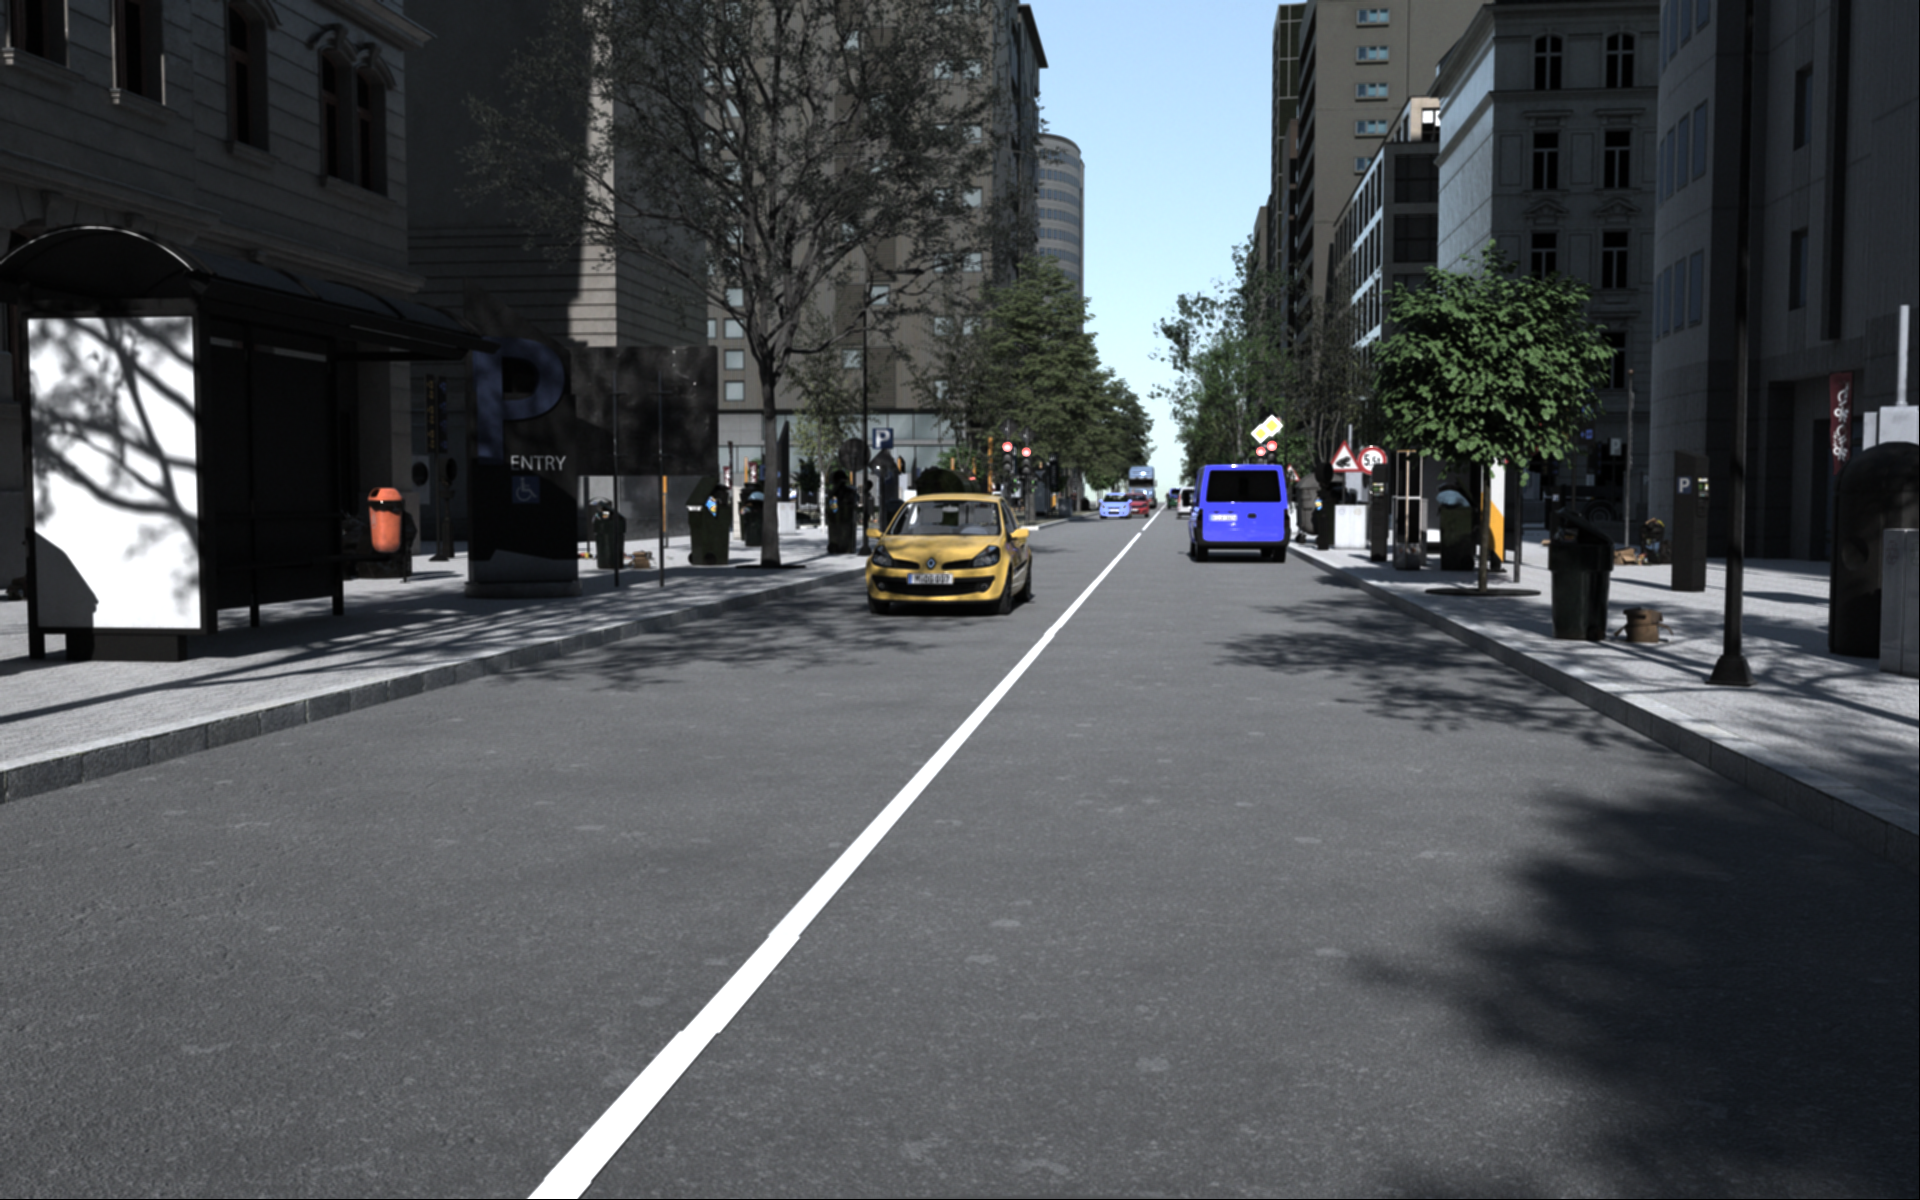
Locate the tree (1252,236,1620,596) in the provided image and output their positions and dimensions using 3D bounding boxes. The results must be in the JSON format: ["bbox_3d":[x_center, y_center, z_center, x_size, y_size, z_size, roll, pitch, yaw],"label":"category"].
[{"bbox_3d":[6.718,-2.353,22.183,4.285,4.588,4.351,0,3,0],"label":"tree"}]

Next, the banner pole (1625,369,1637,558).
[{"bbox_3d":[13.530,-2.750,34.973,0.401,3.779,0.863,2,4,28],"label":"banner pole"}]

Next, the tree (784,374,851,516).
[{"bbox_3d":[-8.310,-9.316,102.676,4.737,8.622,4.395,0,3,0],"label":"tree"}]

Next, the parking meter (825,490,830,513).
[{"bbox_3d":[-8.552,-6.324,111.814,0.372,1.533,0.369,0,3,0],"label":"parking meter"}]

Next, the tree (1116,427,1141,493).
[{"bbox_3d":[20.387,-17.593,222.062,7.601,10.594,8.767,0,4,-3],"label":"tree"}]

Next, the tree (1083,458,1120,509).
[{"bbox_3d":[12.372,-10.311,152.294,4.285,4.588,4.351,0,3,0],"label":"tree"}]

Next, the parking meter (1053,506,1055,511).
[{"bbox_3d":[7.099,-7.801,133.256,0.399,1.863,0.255,2,4,35],"label":"parking meter"}]

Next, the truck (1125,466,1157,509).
[{"bbox_3d":[18.334,-11.224,173.271,2.967,4.110,18.799,0,4,7],"label":"truck"}]

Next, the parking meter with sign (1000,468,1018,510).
[{"bbox_3d":[2.988,-7.149,113.145,0.543,3.016,1.738,3,5,43],"label":"parking meter with sign"}]

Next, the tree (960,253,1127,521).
[{"bbox_3d":[3.622,-10.004,81.695,7.486,12.596,7.792,0,3,0],"label":"tree"}]

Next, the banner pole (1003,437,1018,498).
[{"bbox_3d":[2.163,-5.290,76.515,0.863,3.779,0.401,-2,4,-26],"label":"banner pole"}]

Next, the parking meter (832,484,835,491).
[{"bbox_3d":[-5.407,-4.283,75.736,0.399,1.863,0.255,-1,4,-11],"label":"parking meter"}]

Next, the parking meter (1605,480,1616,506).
[{"bbox_3d":[27.539,-4.134,73.303,0.399,1.863,0.255,3,5,43],"label":"parking meter"}]

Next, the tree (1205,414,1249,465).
[{"bbox_3d":[23.615,-12.491,154.597,4.737,8.622,4.395,0,3,0],"label":"tree"}]

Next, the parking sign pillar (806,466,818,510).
[{"bbox_3d":[-11.581,-8.839,132.983,1.447,3.967,1.447,-3,4,-37],"label":"parking sign pillar"}]

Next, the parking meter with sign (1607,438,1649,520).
[{"bbox_3d":[20.722,-3.474,53.057,0.543,3.016,1.738,-2,4,-32],"label":"parking meter with sign"}]

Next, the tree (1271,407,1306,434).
[{"bbox_3d":[25.911,-11.523,138.755,4.737,8.622,4.395,0,3,0],"label":"tree"}]

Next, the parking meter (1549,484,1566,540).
[{"bbox_3d":[15.159,-2.172,43.924,0.372,1.533,0.369,0,3,0],"label":"parking meter"}]

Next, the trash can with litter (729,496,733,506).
[{"bbox_3d":[-16.318,-7.122,127.496,2.233,1.210,1.678,-2,4,-30],"label":"trash can with litter"}]

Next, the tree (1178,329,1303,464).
[{"bbox_3d":[17.417,-11.128,107.706,9.928,11.665,9.643,0,3,0],"label":"tree"}]

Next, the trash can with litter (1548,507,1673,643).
[{"bbox_3d":[5.719,-0.236,15.238,1.055,1.170,0.624,2,4,23],"label":"trash can with litter"}]

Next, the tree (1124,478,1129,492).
[{"bbox_3d":[24.616,-18.807,257.857,4.360,8.622,3.978,0,3,0],"label":"tree"}]

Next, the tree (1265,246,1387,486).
[{"bbox_3d":[11.099,-6.242,52.421,4.360,8.622,3.978,0,3,0],"label":"tree"}]

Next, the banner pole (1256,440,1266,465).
[{"bbox_3d":[12.668,-5.060,72.750,0.863,3.779,0.401,0,4,-7],"label":"banner pole"}]

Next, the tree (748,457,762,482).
[{"bbox_3d":[-14.947,-9.215,134.374,4.285,4.588,4.351,0,3,0],"label":"tree"}]

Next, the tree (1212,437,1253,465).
[{"bbox_3d":[14.425,-5.753,77.768,4.285,4.588,4.351,0,3,0],"label":"tree"}]

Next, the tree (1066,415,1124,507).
[{"bbox_3d":[10.138,-11.609,140.176,4.360,8.622,3.978,0,3,0],"label":"tree"}]

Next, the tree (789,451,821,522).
[{"bbox_3d":[-6.774,-5.154,78.871,1.663,3.219,1.824,0,3,0],"label":"tree"}]

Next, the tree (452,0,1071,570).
[{"bbox_3d":[-3.239,-7.284,29.467,12.009,13.543,11.850,0,3,0],"label":"tree"}]

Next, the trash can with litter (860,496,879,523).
[{"bbox_3d":[-4.094,-4.505,84.717,1.678,1.210,2.233,2,4,28],"label":"trash can with litter"}]

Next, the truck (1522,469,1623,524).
[{"bbox_3d":[26.499,-4.513,63.551,18.799,4.110,2.967,1,4,9],"label":"truck"}]

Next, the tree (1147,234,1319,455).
[{"bbox_3d":[20.359,-16.702,128.974,12.611,20.169,13.585,0,3,0],"label":"tree"}]

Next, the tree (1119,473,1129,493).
[{"bbox_3d":[29.757,-21.243,297.686,4.737,8.622,4.395,0,3,0],"label":"tree"}]

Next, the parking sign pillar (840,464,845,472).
[{"bbox_3d":[-9.084,-8.852,133.196,1.447,3.967,1.447,0,4,-4],"label":"parking sign pillar"}]

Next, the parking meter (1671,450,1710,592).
[{"bbox_3d":[9.607,-1.043,22.769,0.255,1.863,0.399,-2,4,-29],"label":"parking meter"}]

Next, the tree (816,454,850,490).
[{"bbox_3d":[-10.270,-9.690,142.138,4.285,4.588,4.351,0,3,0],"label":"tree"}]

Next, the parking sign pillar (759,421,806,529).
[{"bbox_3d":[-6.567,-4.570,63.189,1.447,3.967,1.447,0,4,7],"label":"parking sign pillar"}]

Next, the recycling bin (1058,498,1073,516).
[{"bbox_3d":[6.055,-5.317,99.491,0.722,1.027,0.722,1,4,13],"label":"recycling bin"}]

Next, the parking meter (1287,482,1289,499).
[{"bbox_3d":[13.219,-3.986,70.888,0.399,1.863,0.255,3,4,37],"label":"parking meter"}]

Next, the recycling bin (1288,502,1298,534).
[{"bbox_3d":[10.420,-2.621,55.399,0.722,1.027,0.722,0,4,2],"label":"recycling bin"}]

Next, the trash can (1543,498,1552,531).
[{"bbox_3d":[20.717,-2.982,60.404,0.748,1.137,0.748,0,3,0],"label":"trash can"}]

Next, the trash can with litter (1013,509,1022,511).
[{"bbox_3d":[4.647,-7.232,129.301,2.233,1.210,1.678,2,4,30],"label":"trash can with litter"}]

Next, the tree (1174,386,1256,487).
[{"bbox_3d":[26.923,-16.010,178.765,9.611,12.733,9.660,0,3,0],"label":"tree"}]

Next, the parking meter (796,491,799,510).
[{"bbox_3d":[-13.385,-8.302,141.450,0.399,1.863,0.255,-1,4,-20],"label":"parking meter"}]

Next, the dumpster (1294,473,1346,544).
[{"bbox_3d":[9.349,-2.392,44.865,1.264,1.857,1.865,0,4,7],"label":"dumpster"}]

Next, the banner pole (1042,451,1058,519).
[{"bbox_3d":[4.696,-6.107,89.868,0.863,3.779,0.401,0,4,-6],"label":"banner pole"}]

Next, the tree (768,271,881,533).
[{"bbox_3d":[-4.242,-6.484,56.378,4.360,8.622,3.978,0,3,0],"label":"tree"}]

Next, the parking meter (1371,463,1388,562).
[{"bbox_3d":[7.982,-1.666,32.953,0.255,1.863,0.399,2,4,23],"label":"parking meter"}]

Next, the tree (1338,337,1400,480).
[{"bbox_3d":[19.712,-8.065,82.225,4.737,8.622,4.395,0,3,0],"label":"tree"}]

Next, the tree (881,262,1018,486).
[{"bbox_3d":[0.086,-6.363,54.391,4.360,8.622,3.978,0,3,0],"label":"tree"}]

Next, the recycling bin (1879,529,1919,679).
[{"bbox_3d":[7.008,0.022,12.188,0.722,1.027,0.722,0,4,2],"label":"recycling bin"}]

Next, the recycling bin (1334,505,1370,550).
[{"bbox_3d":[9.138,-1.701,40.359,0.722,1.027,0.722,1,4,21],"label":"recycling bin"}]

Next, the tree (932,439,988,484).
[{"bbox_3d":[0.068,-7.153,100.672,4.285,4.588,4.351,0,3,0],"label":"tree"}]

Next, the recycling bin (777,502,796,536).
[{"bbox_3d":[-5.594,-2.531,53.930,0.722,1.027,0.722,-3,5,-44],"label":"recycling bin"}]

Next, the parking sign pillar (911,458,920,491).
[{"bbox_3d":[-3.300,-8.589,128.898,1.447,3.967,1.447,-1,4,-12],"label":"parking sign pillar"}]

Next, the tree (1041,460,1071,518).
[{"bbox_3d":[5.316,-6.109,94.484,1.663,3.219,1.824,0,3,0],"label":"tree"}]

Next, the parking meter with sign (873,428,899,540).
[{"bbox_3d":[-1.889,-3.085,46.708,0.543,3.016,1.738,1,4,10],"label":"parking meter with sign"}]

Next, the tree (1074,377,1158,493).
[{"bbox_3d":[16.588,-17.210,188.040,9.857,13.997,8.962,0,3,0],"label":"tree"}]

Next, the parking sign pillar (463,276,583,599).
[{"bbox_3d":[-5.500,-2.034,21.720,1.447,3.967,1.447,-2,4,-25],"label":"parking sign pillar"}]
